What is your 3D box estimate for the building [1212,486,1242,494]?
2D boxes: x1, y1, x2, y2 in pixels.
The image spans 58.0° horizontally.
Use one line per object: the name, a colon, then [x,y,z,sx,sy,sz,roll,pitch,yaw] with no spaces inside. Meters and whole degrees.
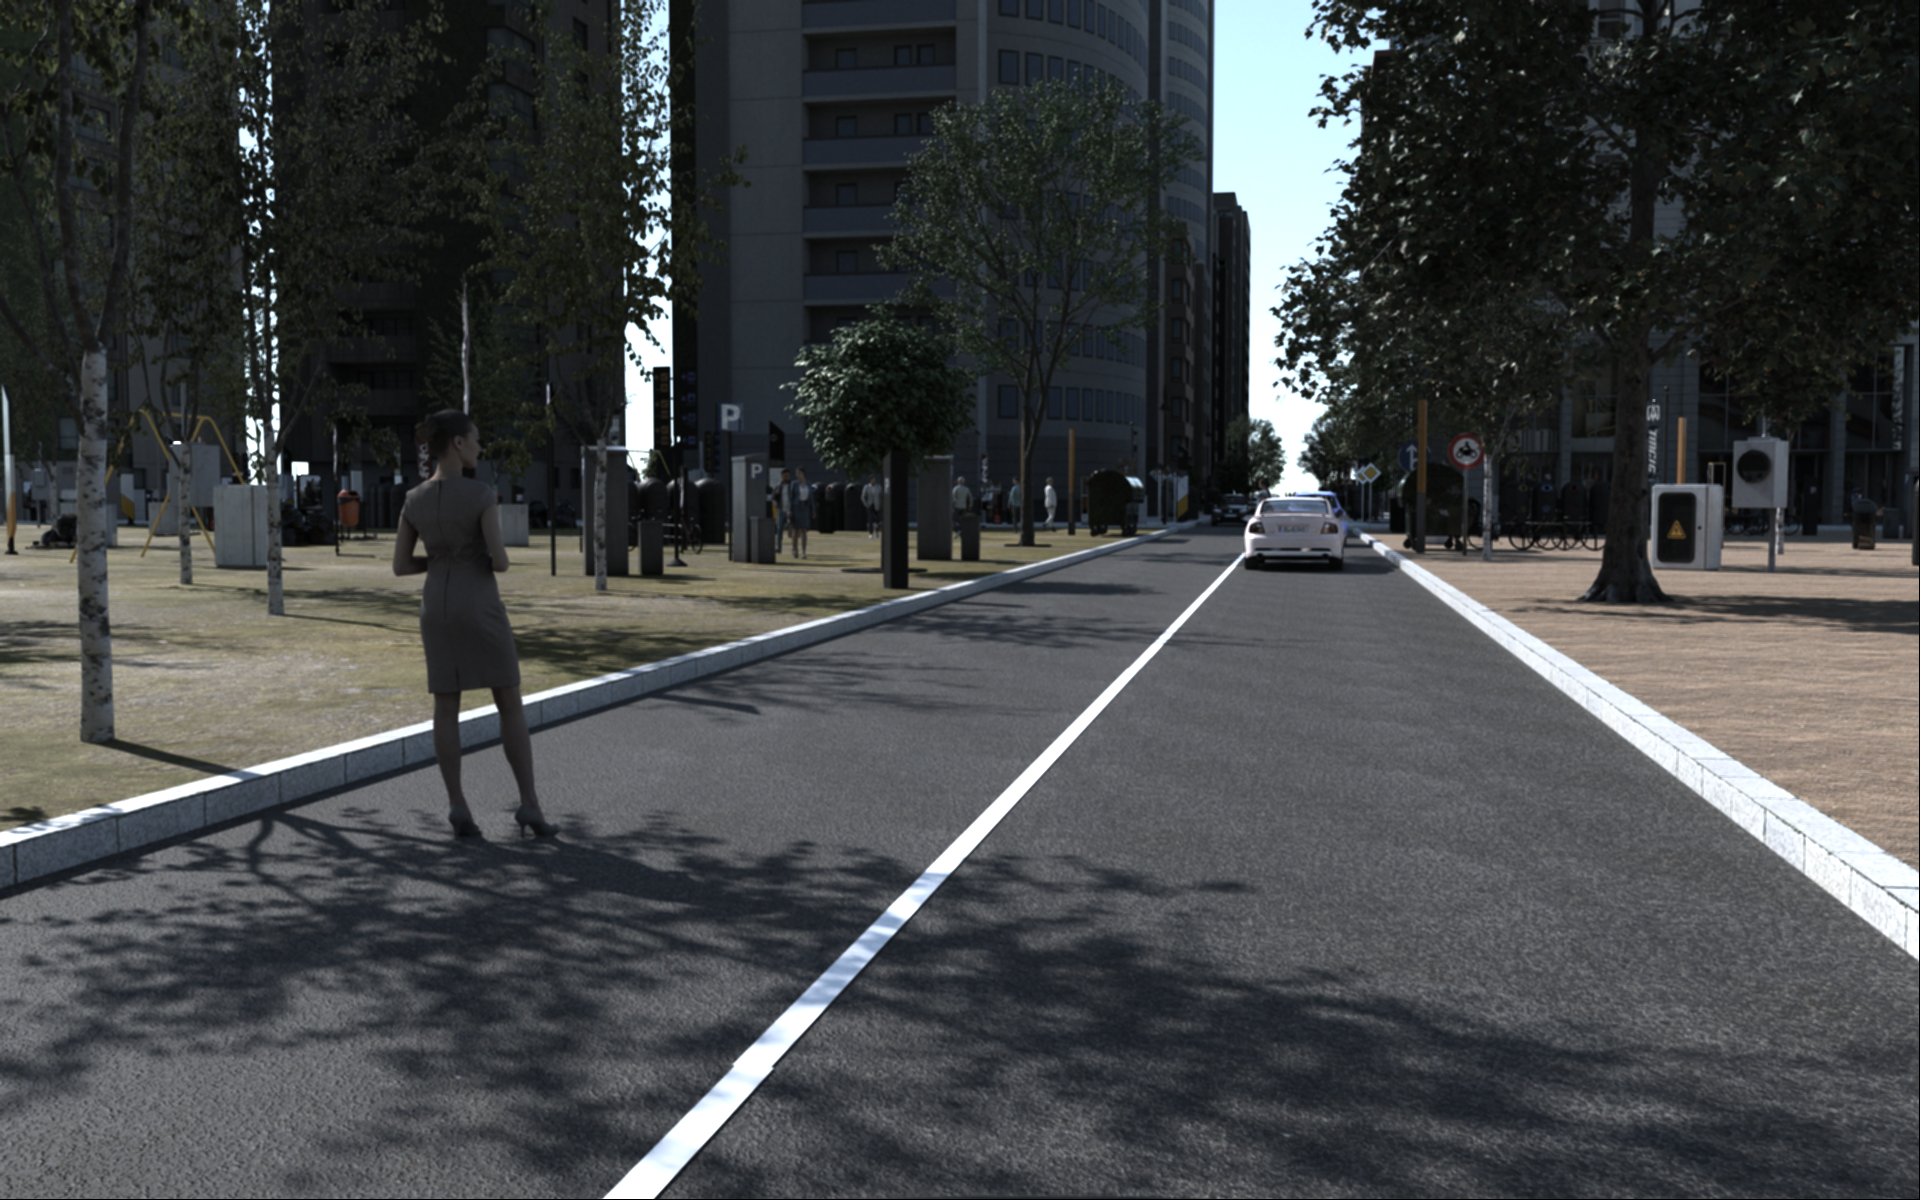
building: [26.319,-34.757,260.161,32.217,40.220,23.993,1,4,11]

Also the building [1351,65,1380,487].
building: [74.535,-51.916,287.072,20.563,71.187,20.611,1,4,11]

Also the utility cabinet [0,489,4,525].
utility cabinet: [-39.731,-3.837,71.412,0.318,1.500,1.173,-1,4,-18]

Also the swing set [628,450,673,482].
swing set: [-11.452,-3.976,62.632,2.862,2.851,3.119,1,4,14]

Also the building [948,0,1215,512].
building: [12.334,-37.905,161.751,21.231,58.520,28.212,1,4,11]

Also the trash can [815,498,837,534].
trash can: [-4.338,-2.729,56.273,0.748,1.137,0.748,0,3,0]

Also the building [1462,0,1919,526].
building: [36.714,-18.187,74.852,29.804,29.767,11.434,1,4,11]

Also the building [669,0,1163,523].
building: [-0.891,-33.504,89.782,21.231,58.520,28.212,1,4,11]

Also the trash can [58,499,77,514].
trash can: [-27.167,-2.527,52.963,0.748,1.137,0.748,0,3,0]

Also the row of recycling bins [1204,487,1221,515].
row of recycling bins: [15.994,-6.284,109.855,1.069,1.692,3.534,1,4,13]

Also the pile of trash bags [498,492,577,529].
pile of trash bags: [-16.039,-3.378,64.984,3.447,1.369,1.912,0,4,-2]

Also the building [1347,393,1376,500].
building: [75.149,-34.976,263.736,32.217,40.220,23.993,1,4,11]

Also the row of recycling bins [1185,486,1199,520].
row of recycling bins: [11.556,-4.955,88.119,1.069,1.692,3.534,0,4,4]

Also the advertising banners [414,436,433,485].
advertising banners: [-15.407,-3.436,52.372,2.074,3.025,0.090,-1,4,-17]

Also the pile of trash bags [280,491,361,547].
pile of trash bags: [-16.503,-2.079,43.737,1.912,1.369,3.447,2,4,25]

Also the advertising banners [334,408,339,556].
advertising banners: [-13.023,-2.444,36.140,0.090,3.025,2.074,-1,4,-20]

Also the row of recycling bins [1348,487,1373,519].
row of recycling bins: [20.993,-5.128,90.956,1.069,1.692,3.534,0,4,5]

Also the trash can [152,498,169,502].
trash can: [-27.776,-2.983,60.427,0.748,1.137,0.748,0,3,0]

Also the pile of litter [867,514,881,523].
pile of litter: [-4.422,-3.869,77.219,1.719,0.858,1.176,0,4,7]

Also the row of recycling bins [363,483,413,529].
row of recycling bins: [-21.738,-3.589,65.790,1.069,1.692,3.534,-3,5,-39]

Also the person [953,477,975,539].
person: [0.104,-2.657,49.964,0.782,1.767,0.515,-2,4,-29]

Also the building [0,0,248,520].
building: [-47.999,-24.902,90.739,14.086,41.232,14.154,1,4,11]

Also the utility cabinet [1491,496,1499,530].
utility cabinet: [18.892,-3.088,61.652,0.306,1.237,1.020,0,4,4]

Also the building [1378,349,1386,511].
building: [37.629,-18.597,132.932,11.050,23.489,19.941,1,4,11]

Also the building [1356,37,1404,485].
building: [57.436,-54.056,196.479,22.319,86.520,31.000,1,4,11]

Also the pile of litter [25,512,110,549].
pile of litter: [-20.989,-1.637,40.733,1.719,0.858,1.176,0,4,-5]

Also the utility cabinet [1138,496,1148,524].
utility cabinet: [7.451,-3.798,73.262,1.020,1.237,0.306,-3,4,-36]

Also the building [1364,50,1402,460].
building: [50.816,-31.426,168.445,22.147,44.769,28.867,1,4,11]

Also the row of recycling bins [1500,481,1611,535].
row of recycling bins: [19.076,-2.944,55.242,3.534,1.692,1.069,1,4,8]

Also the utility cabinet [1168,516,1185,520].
utility cabinet: [10.414,-4.582,83.594,0.318,1.500,1.173,-2,4,-25]

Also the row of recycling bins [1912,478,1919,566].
row of recycling bins: [18.808,-1.479,31.289,3.534,1.692,1.069,-1,4,-19]

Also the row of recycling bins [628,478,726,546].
row of recycling bins: [-7.458,-2.260,44.057,3.534,1.692,1.069,-3,5,-45]

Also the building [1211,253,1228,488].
building: [24.382,-26.582,206.321,14.160,30.474,14.107,1,4,11]

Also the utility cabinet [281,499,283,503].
utility cabinet: [-36.366,-5.072,91.599,1.173,1.500,0.318,0,3,0]

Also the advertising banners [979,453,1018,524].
advertising banners: [1.615,-4.733,73.565,2.074,3.025,0.090,3,5,40]

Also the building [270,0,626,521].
building: [-26.127,-19.332,87.777,14.107,30.474,14.160,1,4,11]

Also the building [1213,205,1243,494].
building: [31.616,-34.014,239.720,14.154,41.232,14.086,1,4,11]

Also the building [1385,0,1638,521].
building: [32.790,-20.182,107.466,11.434,29.767,29.804,1,4,11]

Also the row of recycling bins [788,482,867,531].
row of recycling bins: [-4.649,-3.283,60.787,3.534,1.692,1.069,3,4,38]

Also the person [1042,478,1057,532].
person: [3.012,-3.224,58.629,0.818,1.842,0.514,-3,5,-42]

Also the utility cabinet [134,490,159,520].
utility cabinet: [-40.029,-4.675,85.114,1.173,1.500,0.318,-2,4,-32]

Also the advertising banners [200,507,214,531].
advertising banners: [-25.606,-3.873,59.506,0.090,3.025,2.074,3,5,40]

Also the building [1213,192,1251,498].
building: [35.924,-40.215,281.210,21.300,48.544,21.600,1,4,11]

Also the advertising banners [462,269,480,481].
advertising banners: [-4.097,-1.123,14.548,0.090,3.025,2.074,-1,4,-13]

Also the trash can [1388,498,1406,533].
trash can: [14.622,-2.815,57.679,0.748,1.137,0.748,0,3,0]

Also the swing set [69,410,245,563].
swing set: [-15.228,-2.214,33.814,2.862,2.851,3.119,0,3,0]

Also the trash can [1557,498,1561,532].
trash can: [19.987,-2.838,58.052,0.748,1.137,0.748,0,3,0]

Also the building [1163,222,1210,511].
building: [3.628,-17.258,127.212,27.650,21.520,28.899,1,4,11]
